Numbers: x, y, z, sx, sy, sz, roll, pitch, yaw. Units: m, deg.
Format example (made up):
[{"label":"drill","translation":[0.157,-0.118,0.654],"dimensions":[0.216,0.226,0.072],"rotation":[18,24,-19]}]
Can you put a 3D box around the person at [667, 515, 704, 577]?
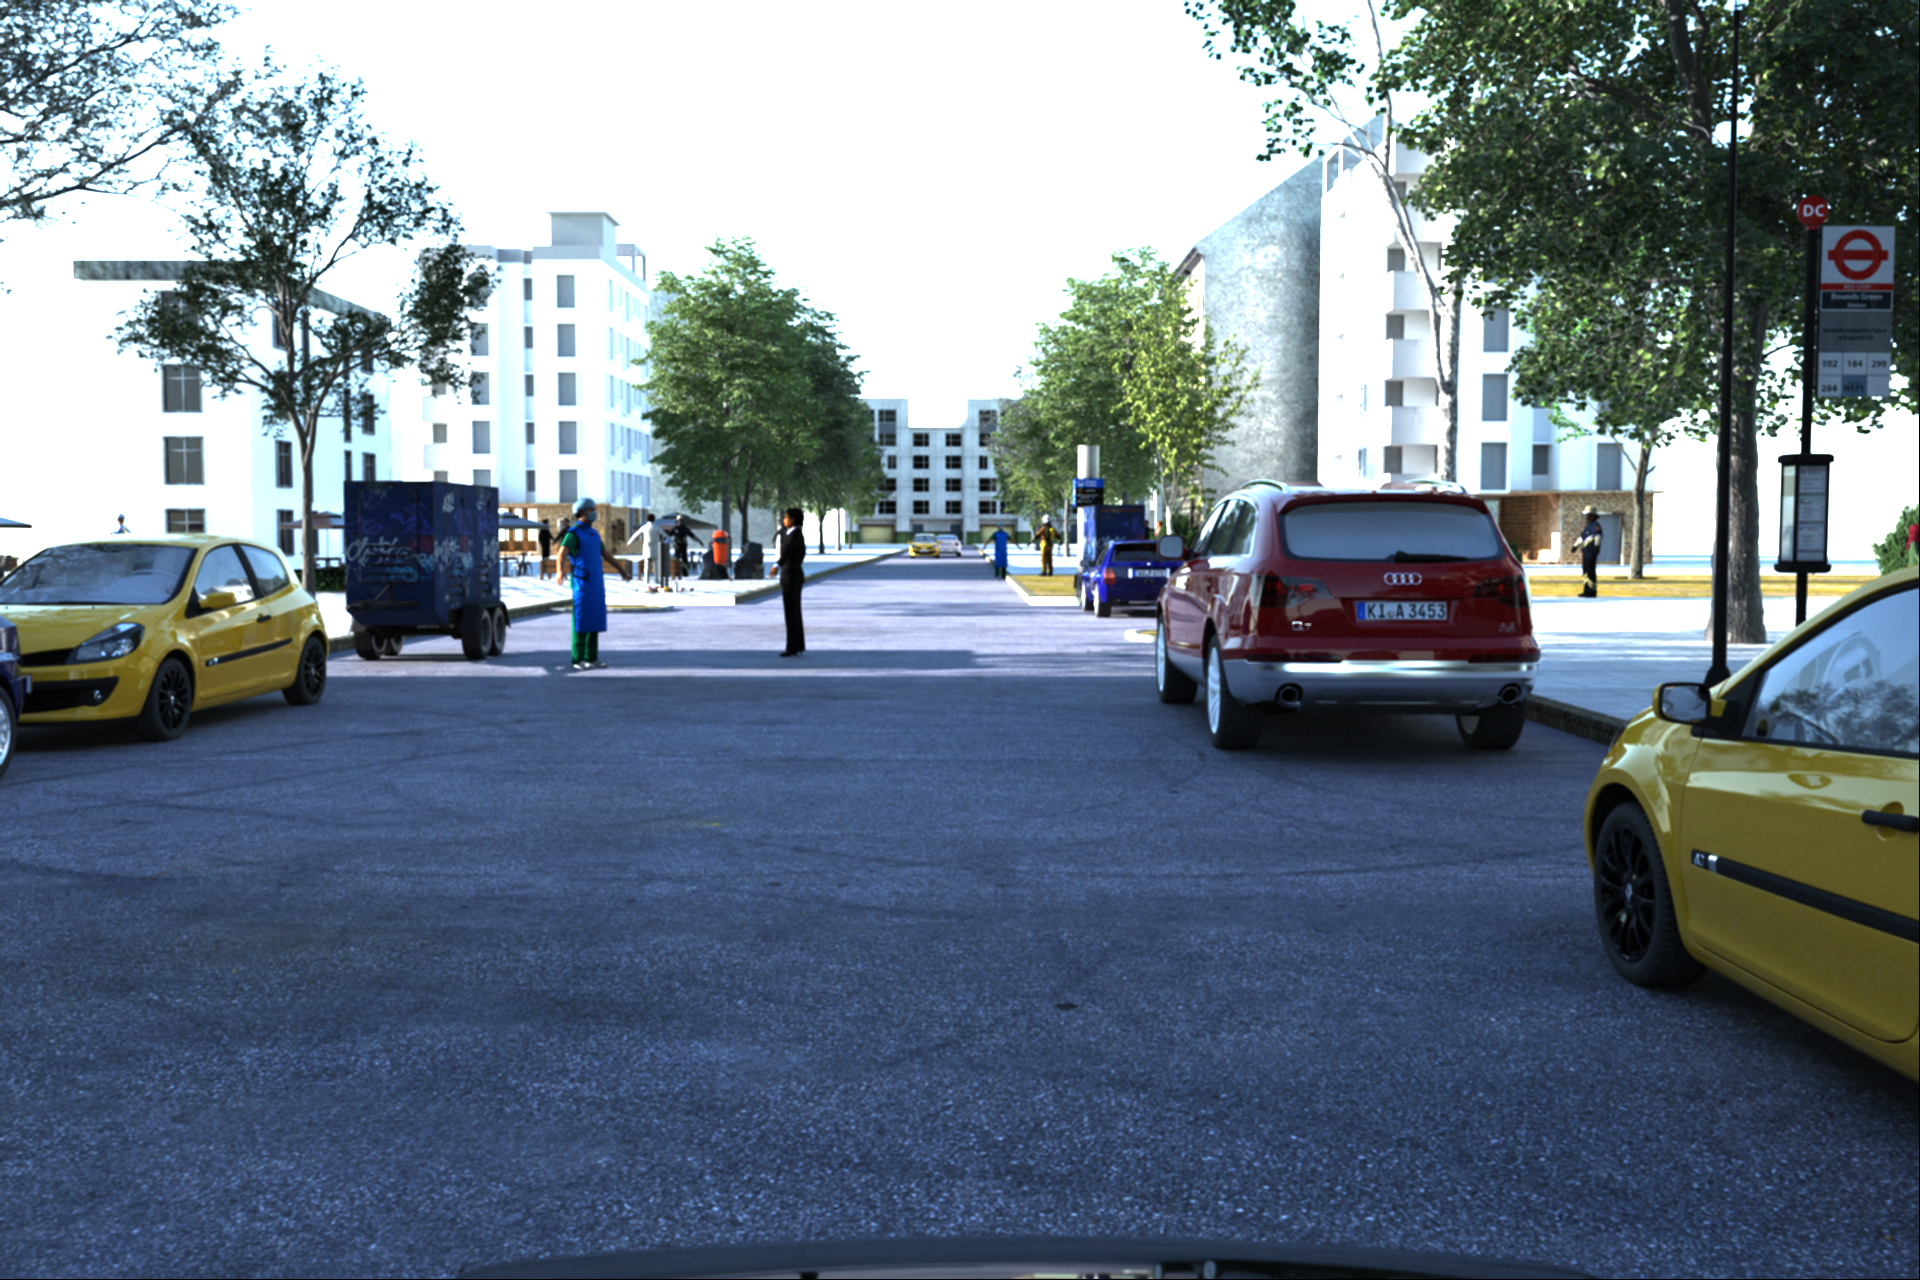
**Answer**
[{"label":"person","translation":[-8.361,-2.819,51.868],"dimensions":[1.354,1.856,0.705],"rotation":[-1,4,-22]}]

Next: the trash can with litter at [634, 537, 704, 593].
[{"label":"trash can with litter","translation":[-6.427,-1.692,38.721],"dimensions":[1.678,1.210,2.233],"rotation":[0,4,1]}]

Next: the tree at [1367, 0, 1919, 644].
[{"label":"tree","translation":[9.208,-6.931,19.984],"dimensions":[9.857,13.997,8.962],"rotation":[0,3,0]}]

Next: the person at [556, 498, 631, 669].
[{"label":"person","translation":[-3.963,-0.606,18.490],"dimensions":[0.704,1.817,1.347],"rotation":[1,4,20]}]

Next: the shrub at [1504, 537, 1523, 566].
[{"label":"shrub","translation":[14.598,-2.154,46.337],"dimensions":[1.383,1.207,1.383],"rotation":[0,3,0]}]

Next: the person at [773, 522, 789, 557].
[{"label":"person","translation":[-7.445,-4.124,73.553],"dimensions":[1.348,1.813,0.705],"rotation":[-3,5,-43]}]

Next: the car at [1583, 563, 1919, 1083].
[{"label":"car","translation":[2.976,0.359,4.352],"dimensions":[2.015,1.641,3.980],"rotation":[0,4,-1]}]

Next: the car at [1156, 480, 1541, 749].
[{"label":"car","translation":[2.698,-0.269,13.078],"dimensions":[2.281,1.827,5.304],"rotation":[0,4,0]}]

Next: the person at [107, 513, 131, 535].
[{"label":"person","translation":[-22.878,-2.533,47.274],"dimensions":[1.347,1.847,0.705],"rotation":[1,4,16]}]

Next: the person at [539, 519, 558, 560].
[{"label":"person","translation":[-15.007,-3.482,62.867],"dimensions":[0.705,1.837,1.347],"rotation":[-3,5,-40]}]

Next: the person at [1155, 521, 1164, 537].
[{"label":"person","translation":[6.609,-3.143,58.189],"dimensions":[0.721,1.733,1.217],"rotation":[1,4,19]}]

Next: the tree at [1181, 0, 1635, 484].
[{"label":"tree","translation":[8.686,-10.910,34.268],"dimensions":[12.611,20.169,13.585],"rotation":[0,3,0]}]

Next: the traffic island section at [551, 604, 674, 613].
[{"label":"traffic island section","translation":[-6.412,-0.575,32.273],"dimensions":[1.991,0.108,1.994],"rotation":[0,4,0]}]

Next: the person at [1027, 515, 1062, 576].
[{"label":"person","translation":[2.634,-2.875,52.772],"dimensions":[1.354,1.858,0.705],"rotation":[-3,4,-36]}]

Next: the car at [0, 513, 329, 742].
[{"label":"car","translation":[-6.278,-0.181,13.185],"dimensions":[2.015,1.641,3.980],"rotation":[0,4,0]}]

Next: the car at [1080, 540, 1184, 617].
[{"label":"car","translation":[3.166,-1.135,31.139],"dimensions":[1.945,1.354,3.894],"rotation":[0,4,-1]}]

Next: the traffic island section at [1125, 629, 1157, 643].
[{"label":"traffic island section","translation":[3.287,-0.050,23.678],"dimensions":[1.991,0.108,1.994],"rotation":[0,4,1]}]

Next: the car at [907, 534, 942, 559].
[{"label":"car","translation":[-2.066,-5.606,101.881],"dimensions":[2.015,1.641,3.980],"rotation":[0,4,0]}]

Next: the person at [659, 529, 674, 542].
[{"label":"person","translation":[-11.439,-3.713,66.854],"dimensions":[1.345,1.843,0.704],"rotation":[-1,4,-9]}]

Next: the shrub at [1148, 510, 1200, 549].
[{"label":"shrub","translation":[6.289,-2.826,50.632],"dimensions":[1.690,2.028,1.600],"rotation":[0,3,0]}]

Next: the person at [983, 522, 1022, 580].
[{"label":"person","translation":[1.298,-2.805,54.438],"dimensions":[1.347,1.817,0.704],"rotation":[-1,4,-23]}]

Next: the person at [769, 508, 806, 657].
[{"label":"person","translation":[-2.039,-0.685,20.376],"dimensions":[0.721,1.740,1.216],"rotation":[0,4,8]}]

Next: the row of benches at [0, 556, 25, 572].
[{"label":"row of benches","translation":[-26.849,-2.186,51.197],"dimensions":[4.104,0.672,1.422],"rotation":[-1,4,-12]}]

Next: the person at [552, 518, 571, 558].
[{"label":"person","translation":[-13.182,-3.167,57.924],"dimensions":[1.346,1.812,0.704],"rotation":[3,5,43]}]

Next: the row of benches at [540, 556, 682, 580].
[{"label":"row of benches","translation":[-9.744,-2.035,48.729],"dimensions":[4.104,0.672,1.422],"rotation":[1,4,9]}]

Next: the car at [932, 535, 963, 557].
[{"label":"car","translation":[-0.867,-6.041,111.137],"dimensions":[2.083,1.381,4.827],"rotation":[0,4,-1]}]

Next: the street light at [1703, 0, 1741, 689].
[{"label":"street light","translation":[6.757,-2.535,13.994],"dimensions":[1.470,5.913,1.316],"rotation":[0,4,0]}]

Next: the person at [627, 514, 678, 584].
[{"label":"person","translation":[-7.960,-2.358,44.743],"dimensions":[1.347,1.806,0.705],"rotation":[0,4,3]}]

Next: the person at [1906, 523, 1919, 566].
[{"label":"person","translation":[14.042,-0.986,25.335],"dimensions":[0.599,1.438,0.989],"rotation":[2,4,25]}]

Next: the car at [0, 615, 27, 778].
[{"label":"car","translation":[-6.377,0.246,8.562],"dimensions":[1.945,1.354,3.894],"rotation":[0,3,0]}]

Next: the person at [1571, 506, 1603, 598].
[{"label":"person","translation":[12.724,-1.785,35.057],"dimensions":[0.704,1.845,1.351],"rotation":[0,4,0]}]

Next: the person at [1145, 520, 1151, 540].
[{"label":"person","translation":[6.900,-3.564,64.494],"dimensions":[0.704,1.802,1.346],"rotation":[0,4,-6]}]

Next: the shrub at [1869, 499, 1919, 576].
[{"label":"shrub","translation":[20.222,-1.972,36.660],"dimensions":[1.690,2.028,1.600],"rotation":[0,3,0]}]
